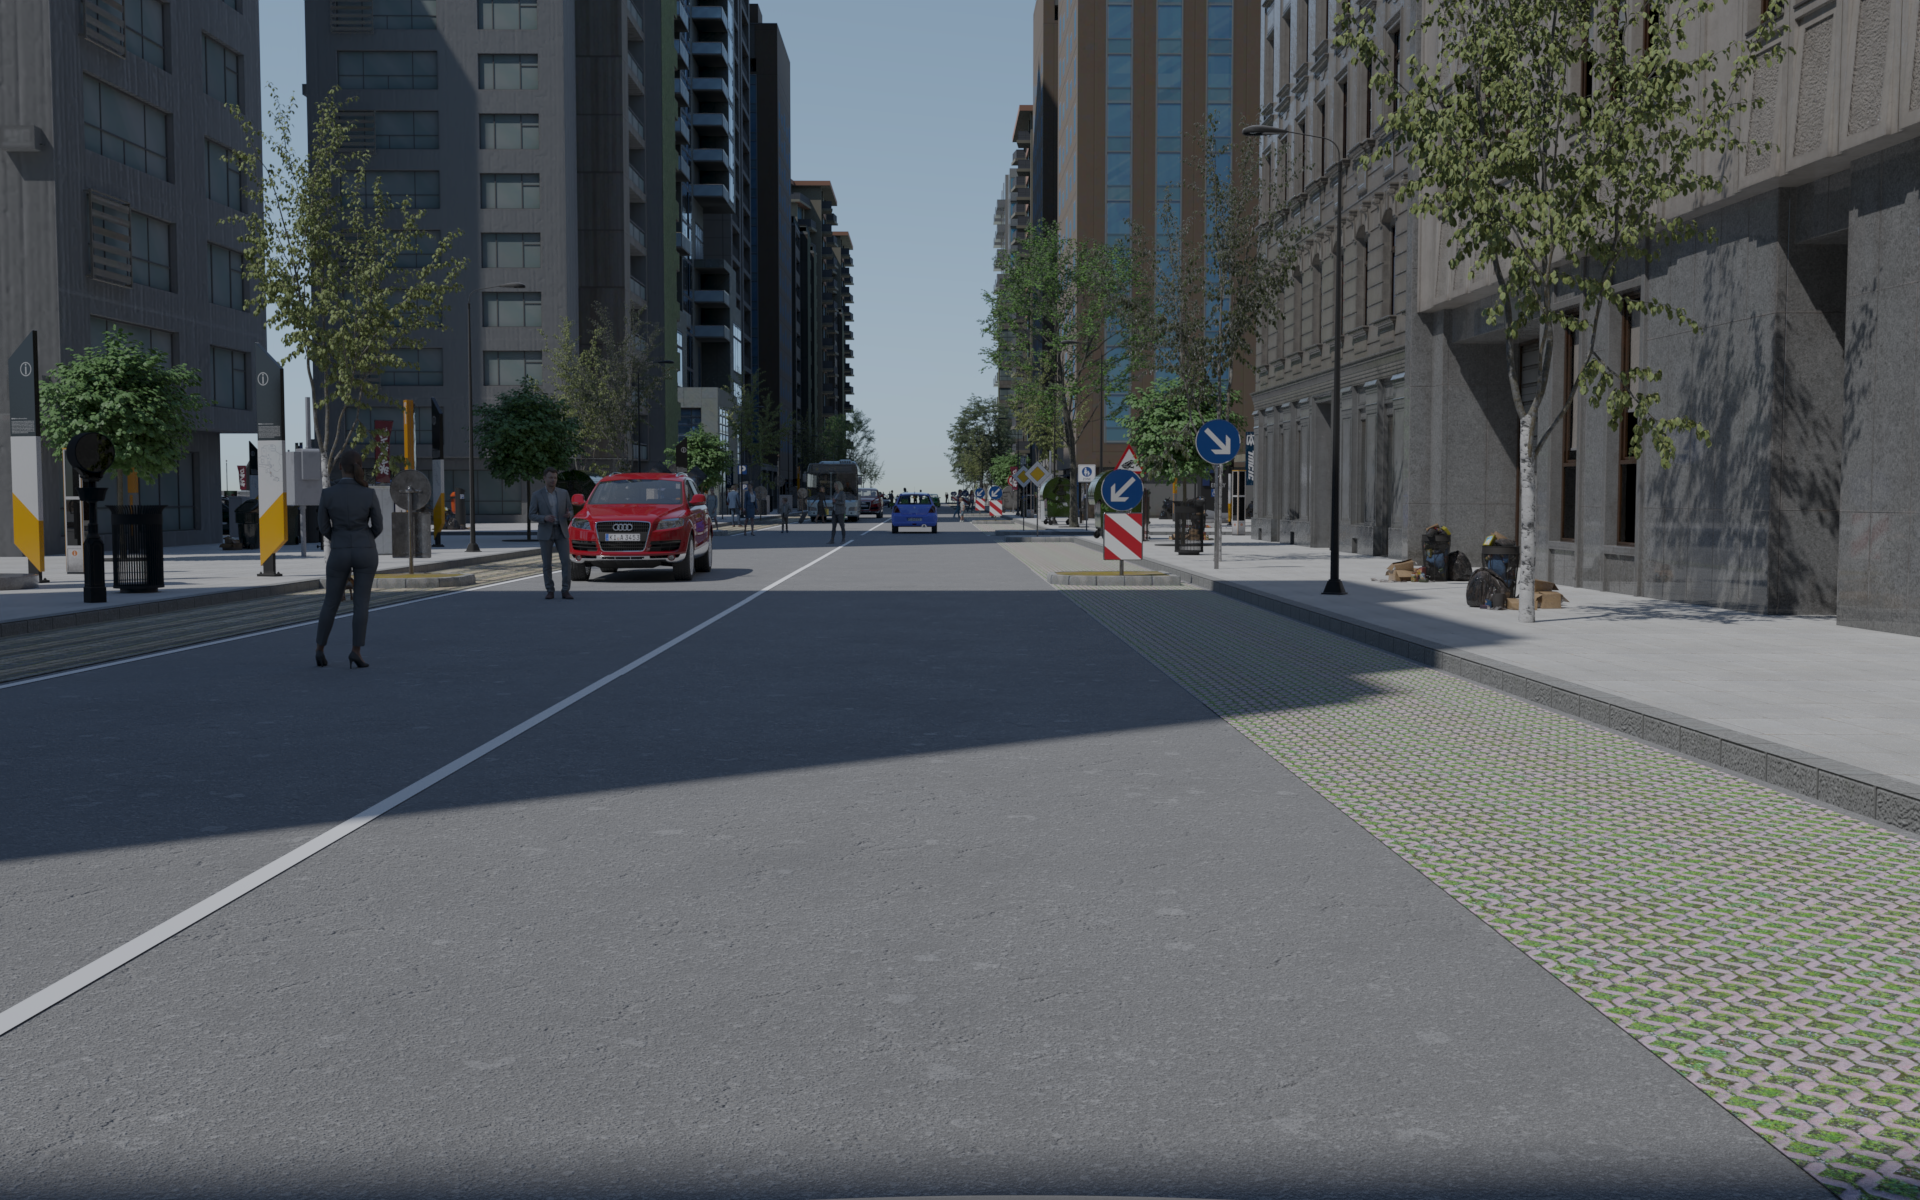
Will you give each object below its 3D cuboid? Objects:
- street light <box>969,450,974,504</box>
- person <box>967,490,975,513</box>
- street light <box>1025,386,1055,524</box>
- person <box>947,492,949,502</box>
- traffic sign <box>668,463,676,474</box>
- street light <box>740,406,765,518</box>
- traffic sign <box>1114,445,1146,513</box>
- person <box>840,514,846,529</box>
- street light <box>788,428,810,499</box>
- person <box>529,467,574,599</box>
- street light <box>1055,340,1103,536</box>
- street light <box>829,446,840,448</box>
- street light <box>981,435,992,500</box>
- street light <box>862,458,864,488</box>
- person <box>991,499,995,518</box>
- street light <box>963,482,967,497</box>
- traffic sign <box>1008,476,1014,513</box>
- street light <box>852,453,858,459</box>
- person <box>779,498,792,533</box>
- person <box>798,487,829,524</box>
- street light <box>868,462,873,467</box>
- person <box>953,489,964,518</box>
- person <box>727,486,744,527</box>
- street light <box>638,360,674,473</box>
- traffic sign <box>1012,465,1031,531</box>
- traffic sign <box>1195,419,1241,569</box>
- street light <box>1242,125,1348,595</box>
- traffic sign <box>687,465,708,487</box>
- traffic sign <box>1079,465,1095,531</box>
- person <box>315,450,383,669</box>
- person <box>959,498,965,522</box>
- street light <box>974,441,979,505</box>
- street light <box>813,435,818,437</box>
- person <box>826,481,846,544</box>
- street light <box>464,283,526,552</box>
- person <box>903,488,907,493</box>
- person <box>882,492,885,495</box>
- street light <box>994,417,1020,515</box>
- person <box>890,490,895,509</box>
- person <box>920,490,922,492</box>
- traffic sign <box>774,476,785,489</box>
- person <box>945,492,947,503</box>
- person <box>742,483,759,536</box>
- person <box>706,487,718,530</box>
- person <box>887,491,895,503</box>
[{"bbox_3d":[1.820,-12.775,181.409,1.470,5.913,1.316,0,4,-1],"label":"street light"},{"bbox_3d":[0.764,-7.230,127.296,0.593,1.750,0.643,-1,4,-22],"label":"person"},{"bbox_3d":[3.471,-6.176,73.511,1.470,5.913,1.316,0,4,-1],"label":"street light"},{"bbox_3d":[-2.140,-17.433,294.450,0.530,1.710,0.541,-2,4,-29],"label":"person"},{"bbox_3d":[-11.741,-4.370,71.558,0.768,2.556,0.104,0,4,8],"label":"traffic sign"},{"bbox_3d":[-11.023,-7.288,91.706,1.470,5.913,1.316,0,4,-1],"label":"street light"},{"bbox_3d":[4.433,-2.781,45.479,0.884,2.594,0.081,0,4,4],"label":"traffic sign"},{"bbox_3d":[-4.800,-3.564,71.016,0.306,1.304,0.590,1,4,16],"label":"person"},{"bbox_3d":[-11.538,-9.140,121.984,1.470,5.913,1.316,0,4,-1],"label":"street light"},{"bbox_3d":[-5.525,-0.910,23.573,0.606,1.804,0.583,-2,4,-30],"label":"person"},{"bbox_3d":[3.735,-4.884,52.395,1.470,5.913,1.316,0,4,-1],"label":"street light"},{"bbox_3d":[-12.270,-11.901,167.114,1.470,5.913,1.316,0,4,-1],"label":"street light"},{"bbox_3d":[2.496,-9.969,135.531,1.470,5.913,1.316,0,4,-1],"label":"street light"},{"bbox_3d":[-12.985,-15.175,220.652,1.470,5.913,1.316,0,4,-1],"label":"street light"},{"bbox_3d":[1.987,-5.595,104.643,0.373,1.253,0.362,-2,4,-35],"label":"person"},{"bbox_3d":[1.382,-14.627,211.687,1.470,5.913,1.316,0,4,-1],"label":"street light"},{"bbox_3d":[3.535,-7.014,114.785,0.768,2.556,0.104,0,4,0],"label":"traffic sign"},{"bbox_3d":[-12.718,-13.791,198.016,1.470,5.913,1.316,0,4,-1],"label":"street light"},{"bbox_3d":[-6.434,-3.123,63.836,0.475,1.303,0.640,0,4,3],"label":"person"},{"bbox_3d":[-7.110,-4.615,84.171,1.509,1.804,0.699,-1,4,-13],"label":"person"},{"bbox_3d":[-13.463,-17.076,251.738,1.470,5.913,1.316,0,4,-1],"label":"street light"},{"bbox_3d":[-0.097,-5.712,102.727,0.643,1.720,0.563,0,4,6],"label":"person"},{"bbox_3d":[-9.735,-4.055,74.982,0.721,1.800,0.419,1,4,17],"label":"person"},{"bbox_3d":[-10.605,-5.361,60.189,1.470,5.913,1.316,0,4,-1],"label":"street light"},{"bbox_3d":[2.219,-3.472,60.408,0.795,2.450,0.064,0,4,-1],"label":"traffic sign"},{"bbox_3d":[4.386,-1.800,29.542,0.768,2.556,0.104,0,4,0],"label":"traffic sign"},{"bbox_3d":[4.252,-3.025,21.993,1.470,5.913,1.316,0,4,-1],"label":"street light"},{"bbox_3d":[-9.174,-3.463,60.255,0.795,2.450,0.064,0,4,-1],"label":"traffic sign"},{"bbox_3d":[4.430,-3.573,60.552,0.606,2.300,0.079,0,4,0],"label":"traffic sign"},{"bbox_3d":[-5.058,-0.339,14.320,0.520,1.790,0.573,-2,4,-29],"label":"person"},{"bbox_3d":[0.108,-4.593,88.273,0.352,1.250,0.332,1,4,21],"label":"person"},{"bbox_3d":[2.206,-10.923,151.129,1.470,5.913,1.316,0,4,-1],"label":"street light"},{"bbox_3d":[-11.849,-10.034,136.599,1.470,5.913,1.316,0,4,-1],"label":"street light"},{"bbox_3d":[-3.518,-2.514,49.780,0.526,1.800,0.537,-3,4,-36],"label":"person"},{"bbox_3d":[-10.241,-4.015,38.181,1.470,5.913,1.316,0,4,-1],"label":"street light"},{"bbox_3d":[-3.043,-5.451,97.811,0.721,1.800,0.419,-1,4,-13],"label":"person"},{"bbox_3d":[-11.814,-15.791,266.819,1.348,1.807,0.705,0,4,3],"label":"person"},{"bbox_3d":[2.975,-8.095,104.901,1.470,5.913,1.316,0,4,-1],"label":"street light"},{"bbox_3d":[-6.430,-9.559,164.789,0.705,1.824,1.348,-1,4,-14],"label":"person"},{"bbox_3d":[-3.472,-9.056,156.437,0.599,1.838,0.709,0,4,1],"label":"person"},{"bbox_3d":[-12.503,-7.326,119.893,0.768,2.556,0.104,0,4,2],"label":"traffic sign"},{"bbox_3d":[-2.187,-16.695,282.288,0.721,1.723,1.217,2,4,25],"label":"person"},{"bbox_3d":[-7.231,-3.125,59.620,0.581,1.822,0.654,-1,4,-23],"label":"person"},{"bbox_3d":[-9.307,-3.399,65.071,0.512,1.701,0.522,0,4,-1],"label":"person"},{"bbox_3d":[-9.877,-14.387,243.804,1.350,1.814,0.705,0,4,-6],"label":"person"}]
